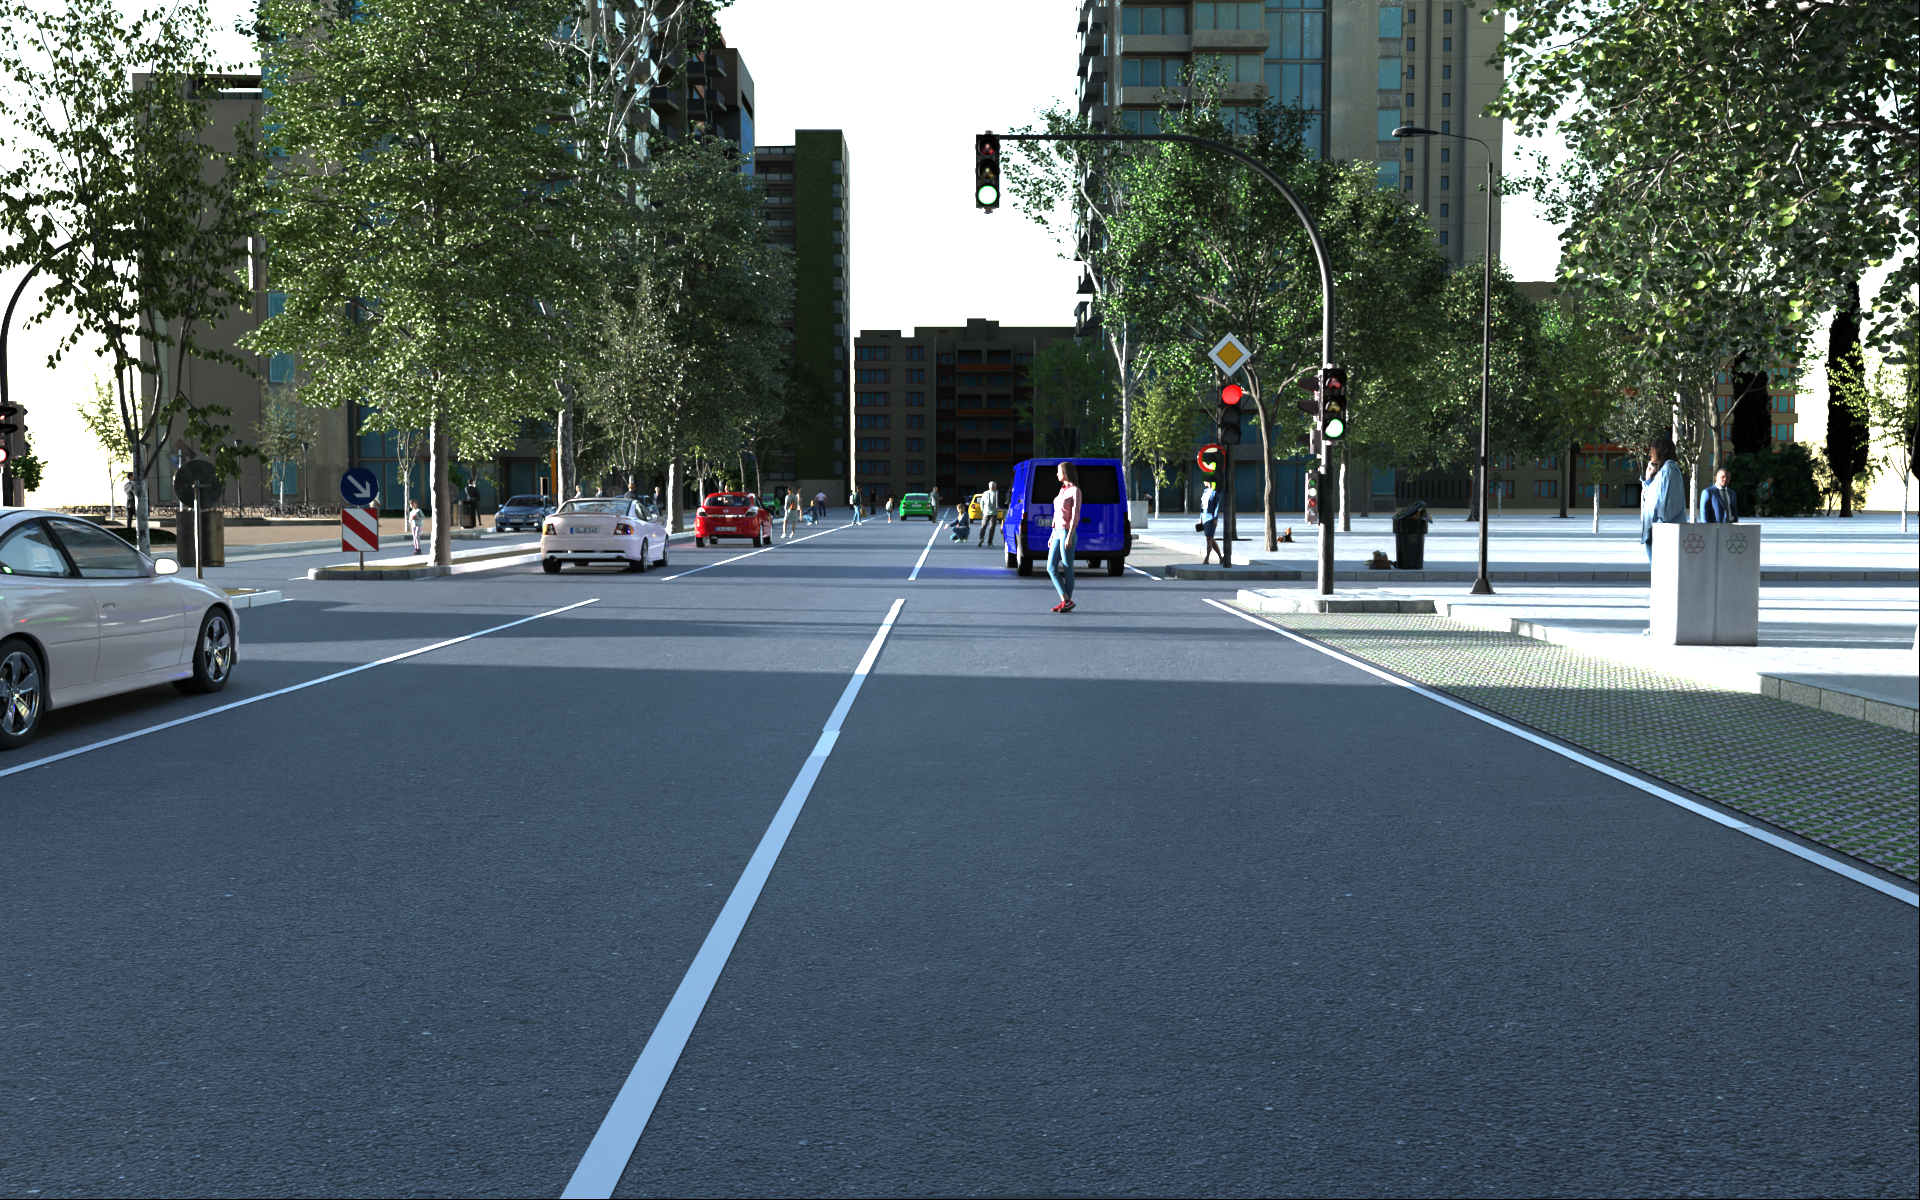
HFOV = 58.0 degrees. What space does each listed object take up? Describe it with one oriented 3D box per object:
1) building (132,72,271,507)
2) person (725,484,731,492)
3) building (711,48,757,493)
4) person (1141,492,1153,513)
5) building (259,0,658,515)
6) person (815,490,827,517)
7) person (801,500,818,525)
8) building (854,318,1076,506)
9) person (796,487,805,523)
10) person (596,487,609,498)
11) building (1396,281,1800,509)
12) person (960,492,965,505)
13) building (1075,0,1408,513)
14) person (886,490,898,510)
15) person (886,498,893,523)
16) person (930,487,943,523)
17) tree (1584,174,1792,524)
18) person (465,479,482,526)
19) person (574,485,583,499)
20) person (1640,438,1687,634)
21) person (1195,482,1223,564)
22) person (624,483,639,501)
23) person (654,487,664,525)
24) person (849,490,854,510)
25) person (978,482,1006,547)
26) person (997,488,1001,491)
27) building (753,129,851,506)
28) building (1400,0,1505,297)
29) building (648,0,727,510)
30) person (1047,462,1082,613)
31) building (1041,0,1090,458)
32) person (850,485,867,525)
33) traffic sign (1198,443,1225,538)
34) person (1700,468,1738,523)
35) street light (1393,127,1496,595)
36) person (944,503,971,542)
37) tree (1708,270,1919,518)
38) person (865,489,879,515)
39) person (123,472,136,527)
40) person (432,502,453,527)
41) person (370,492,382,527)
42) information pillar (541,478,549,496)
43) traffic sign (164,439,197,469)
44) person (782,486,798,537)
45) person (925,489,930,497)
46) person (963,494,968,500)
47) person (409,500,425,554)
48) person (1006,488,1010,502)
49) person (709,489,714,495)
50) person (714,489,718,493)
[{"bbox_3d":[-71.426,-29.853,171.689,14.086,41.232,14.154,0,3,0],"label":"building"},{"bbox_3d":[-8.395,-3.263,62.191,0.599,1.781,0.374,-1,4,-21],"label":"person"},{"bbox_3d":[-28.131,-31.911,171.850,14.200,45.320,14.600,0,3,0],"label":"building"},{"bbox_3d":[12.399,-6.442,114.552,0.628,1.438,0.799,2,4,31],"label":"person"},{"bbox_3d":[-33.296,-30.596,119.856,23.786,49.044,30.456,0,3,0],"label":"building"},{"bbox_3d":[-8.757,-6.105,109.254,0.756,1.711,0.436,1,4,11],"label":"person"},{"bbox_3d":[-7.049,-4.123,81.409,0.738,1.151,1.012,3,5,42],"label":"person"},{"bbox_3d":[2.746,-21.980,204.419,28.899,21.520,27.650,0,3,0],"label":"building"},{"bbox_3d":[-8.028,-4.781,87.009,0.374,1.781,0.599,-1,4,-23],"label":"person"},{"bbox_3d":[-15.449,-4.059,74.643,0.659,1.850,0.755,1,4,14],"label":"person"},{"bbox_3d":[59.301,-19.629,165.967,28.899,21.520,27.650,0,3,0],"label":"building"},{"bbox_3d":[0.223,-8.309,145.827,0.415,1.643,0.593,3,4,38],"label":"person"},{"bbox_3d":[20.483,-31.358,132.316,23.786,49.044,30.456,0,3,0],"label":"building"},{"bbox_3d":[-6.268,-9.260,159.998,1.348,1.812,0.705,2,4,34],"label":"person"},{"bbox_3d":[-3.498,-4.477,86.376,0.352,1.250,0.332,-1,4,-9],"label":"person"},{"bbox_3d":[-1.177,-4.727,85.962,0.590,1.801,0.661,-3,5,-44],"label":"person"},{"bbox_3d":[16.408,-5.430,39.136,4.360,8.622,3.978,0,3,0],"label":"tree"},{"bbox_3d":[-19.887,-3.999,70.783,0.648,1.900,0.474,-1,4,-12],"label":"person"},{"bbox_3d":[-15.796,-3.851,71.648,0.526,1.800,0.537,-2,4,-28],"label":"person"},{"bbox_3d":[6.430,-0.577,15.739,0.793,1.790,0.793,-1,4,-22],"label":"person"},{"bbox_3d":[4.911,-1.538,33.663,0.654,1.822,0.581,-1,4,-13],"label":"person"},{"bbox_3d":[-9.936,-2.666,52.518,0.576,1.772,0.534,0,4,-5],"label":"person"},{"bbox_3d":[-13.910,-4.333,79.759,0.576,1.772,0.534,1,4,12],"label":"person"},{"bbox_3d":[-9.934,-9.300,160.422,0.599,1.838,0.709,-3,4,-36],"label":"person"},{"bbox_3d":[0.910,-2.320,46.926,0.782,1.767,0.515,1,4,19],"label":"person"},{"bbox_3d":[2.312,-5.891,104.797,0.794,1.824,0.713,0,4,-4],"label":"person"},{"bbox_3d":[-19.726,-31.416,197.251,14.086,41.232,14.154,0,3,0],"label":"building"},{"bbox_3d":[45.393,-40.283,200.621,28.212,58.520,21.231,0,3,0],"label":"building"},{"bbox_3d":[-32.107,-30.273,149.595,22.147,44.769,28.867,0,3,0],"label":"building"},{"bbox_3d":[1.251,-0.765,21.018,0.388,1.821,0.555,-2,4,-35],"label":"person"},{"bbox_3d":[19.570,-51.954,162.118,22.319,86.520,31.000,0,3,0],"label":"building"},{"bbox_3d":[-4.642,-4.341,79.459,0.713,1.824,0.794,2,4,26],"label":"person"},{"bbox_3d":[6.350,-2.657,43.543,0.768,2.556,0.104,0,4,5],"label":"traffic sign"},{"bbox_3d":[10.910,-0.993,24.919,0.721,1.800,0.419,-1,4,-23],"label":"person"},{"bbox_3d":[6.169,-3.029,22.072,1.470,5.913,1.316,0,3,0],"label":"street light"},{"bbox_3d":[-0.040,-2.283,51.329,0.738,1.151,1.012,-1,4,-9],"label":"person"},{"bbox_3d":[51.113,-12.016,98.279,18.604,14.587,13.155,0,4,-2],"label":"tree"},{"bbox_3d":[-6.099,-6.882,121.032,1.348,1.822,0.705,3,5,45],"label":"person"},{"bbox_3d":[-23.064,-2.631,48.419,0.648,1.900,0.474,1,4,21],"label":"person"},{"bbox_3d":[-19.956,-3.706,66.917,0.850,1.792,0.678,-1,4,-15],"label":"person"},{"bbox_3d":[-22.946,-3.758,67.709,0.641,1.798,0.478,-1,4,-20],"label":"person"},{"bbox_3d":[-18.599,-4.471,77.596,0.304,2.012,0.304,-1,4,-21],"label":"information pillar"},{"bbox_3d":[-18.475,-2.528,41.064,0.795,2.593,0.064,0,4,1],"label":"traffic sign"},{"bbox_3d":[-5.578,-2.916,57.178,0.512,1.701,0.522,-2,4,-35],"label":"person"},{"bbox_3d":[-2.455,-7.386,129.352,1.350,1.814,0.705,2,4,33],"label":"person"},{"bbox_3d":[0.590,-7.482,134.056,0.697,1.427,0.421,0,4,6],"label":"person"},{"bbox_3d":[-12.925,-1.737,41.176,0.425,1.301,0.394,0,4,8],"label":"person"},{"bbox_3d":[2.691,-5.202,93.741,0.466,1.800,0.511,-1,4,-12],"label":"person"},{"bbox_3d":[-19.799,-8.090,139.131,1.217,1.723,0.721,3,5,41],"label":"person"},{"bbox_3d":[-15.898,-6.304,112.298,0.721,1.735,1.217,-1,4,-17],"label":"person"}]
